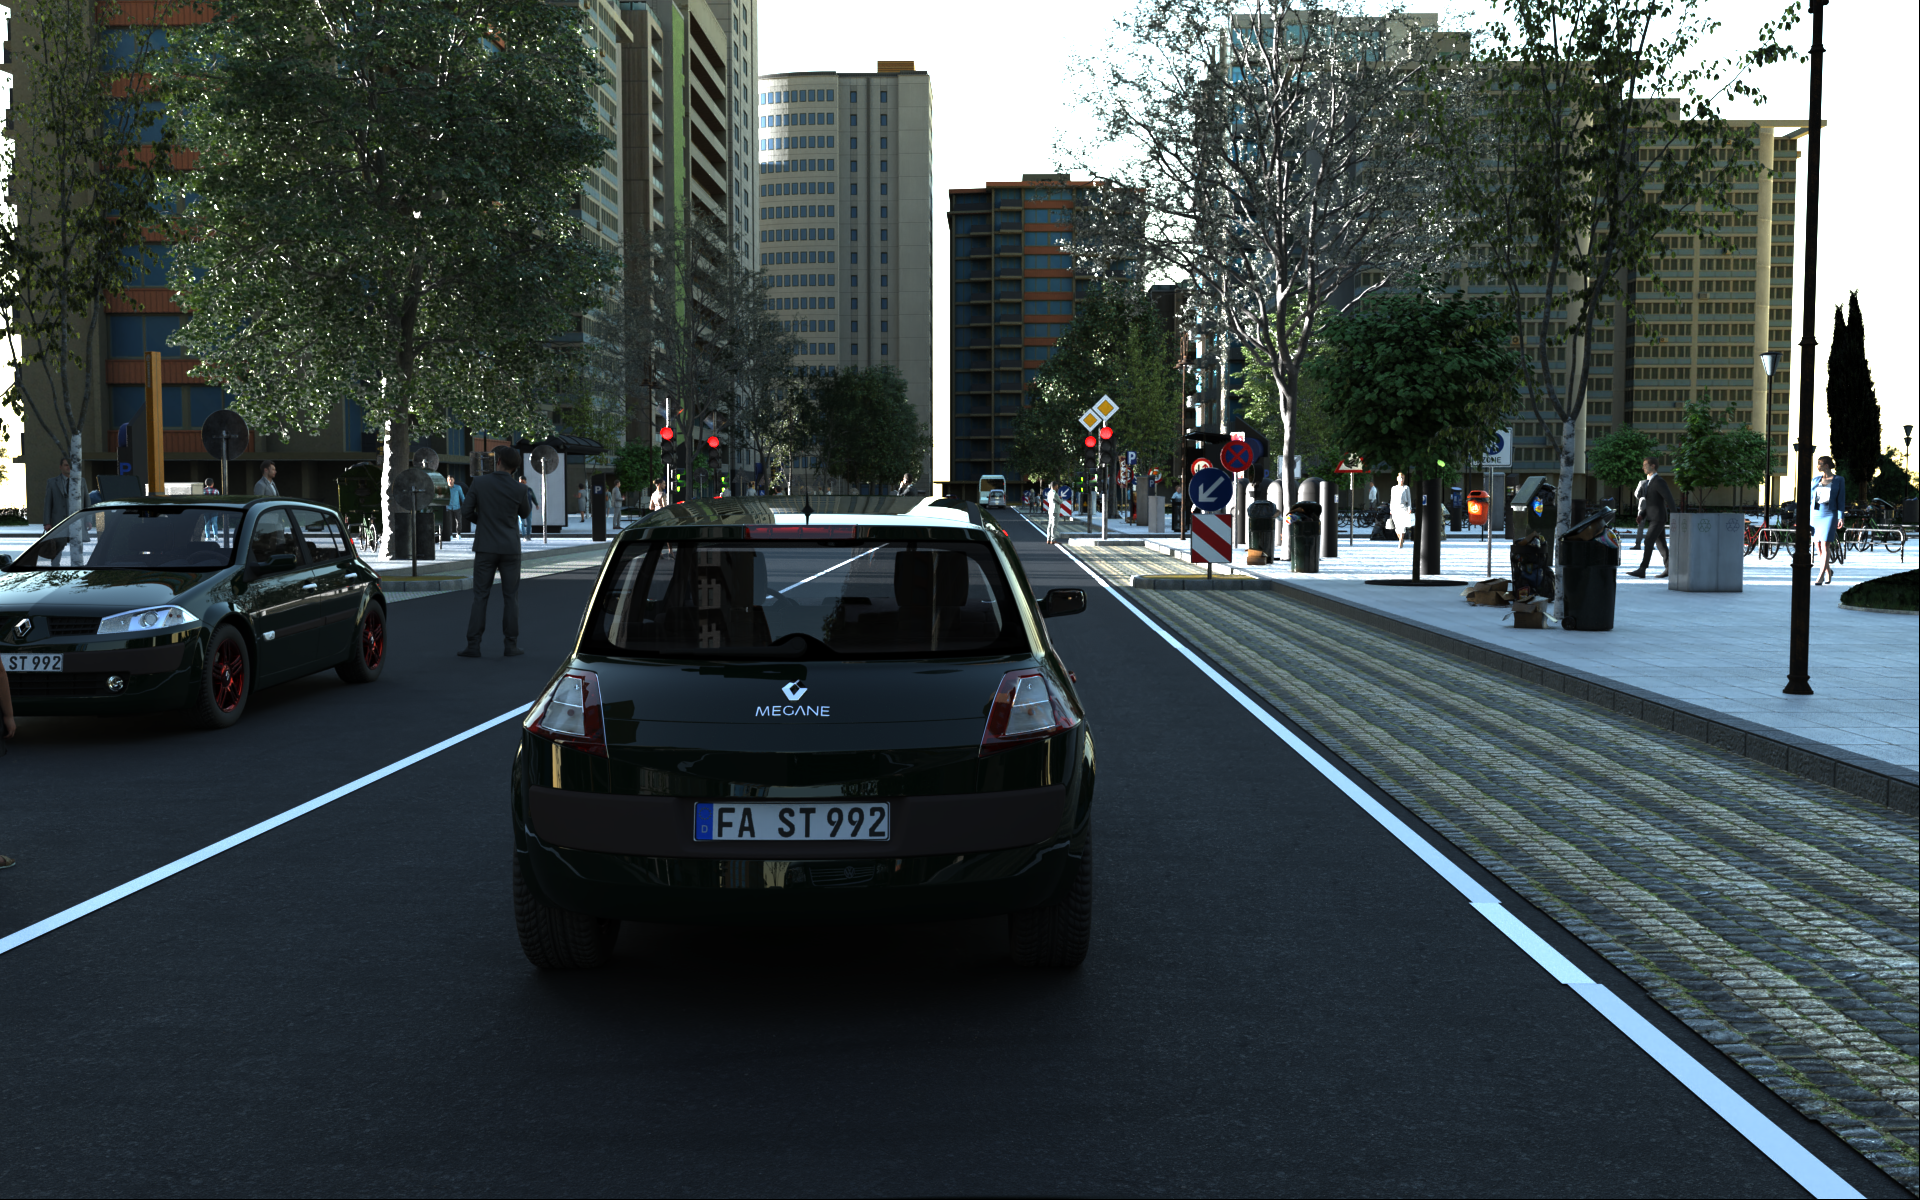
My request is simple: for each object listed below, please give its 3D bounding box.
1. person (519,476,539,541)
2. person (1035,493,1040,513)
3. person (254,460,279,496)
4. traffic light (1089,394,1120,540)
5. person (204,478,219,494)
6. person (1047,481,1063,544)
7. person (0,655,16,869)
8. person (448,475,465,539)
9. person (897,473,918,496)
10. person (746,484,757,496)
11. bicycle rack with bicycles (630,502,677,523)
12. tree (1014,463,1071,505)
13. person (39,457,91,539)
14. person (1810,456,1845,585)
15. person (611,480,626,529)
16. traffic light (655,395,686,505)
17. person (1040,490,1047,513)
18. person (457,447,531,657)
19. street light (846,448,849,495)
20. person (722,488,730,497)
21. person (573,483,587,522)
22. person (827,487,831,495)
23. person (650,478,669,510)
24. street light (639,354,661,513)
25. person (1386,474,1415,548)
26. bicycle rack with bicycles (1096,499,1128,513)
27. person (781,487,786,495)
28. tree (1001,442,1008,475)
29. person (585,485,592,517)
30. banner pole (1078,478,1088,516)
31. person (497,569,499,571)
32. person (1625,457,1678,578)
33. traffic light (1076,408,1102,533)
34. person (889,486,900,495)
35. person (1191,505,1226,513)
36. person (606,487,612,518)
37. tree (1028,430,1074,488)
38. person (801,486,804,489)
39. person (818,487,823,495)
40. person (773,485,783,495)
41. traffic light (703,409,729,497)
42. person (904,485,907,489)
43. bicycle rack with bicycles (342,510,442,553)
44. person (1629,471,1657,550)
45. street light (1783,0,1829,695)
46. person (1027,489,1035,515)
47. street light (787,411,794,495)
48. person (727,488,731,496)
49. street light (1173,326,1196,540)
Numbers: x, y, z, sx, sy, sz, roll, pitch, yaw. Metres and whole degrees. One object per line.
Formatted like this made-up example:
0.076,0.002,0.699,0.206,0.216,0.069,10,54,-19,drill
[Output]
-11.967,-2.520,47.592,0.623,1.781,0.721,-3,5,-42,person
5.887,-7.374,131.653,0.503,1.515,0.523,1,4,15,person
-10.528,-1.245,26.598,0.583,1.804,0.606,0,4,-2,person
4.065,-3.657,48.707,0.839,4.253,0.868,0,4,1,traffic light
-20.735,-2.508,47.881,0.563,1.720,0.643,-1,4,-15,person
2.755,-2.508,49.682,0.466,1.800,0.511,-2,4,-32,person
-3.804,0.402,6.598,0.362,1.253,0.373,0,4,5,person
-14.371,-2.637,49.184,0.660,1.820,0.620,-1,4,-16,person
-1.198,-1.938,39.542,0.474,1.900,0.648,0,4,4,person
-11.219,-5.342,93.226,0.661,1.843,0.795,-2,4,-34,person
-13.544,-3.926,77.575,2.852,0.926,2.925,-2,4,-25,bicycle rack with bicycles
9.548,-16.740,208.105,8.767,10.594,7.601,3,5,40,tree
-12.812,-1.143,24.837,0.694,1.812,0.767,-3,5,-40,person
12.255,-1.126,24.479,0.654,1.822,0.581,-2,4,-28,person
-12.413,-3.479,63.121,0.583,1.804,0.606,-2,4,-26,person
-8.193,-3.671,48.948,0.839,4.253,0.868,0,4,1,traffic light
6.275,-7.447,130.682,0.534,1.772,0.576,-1,4,-12,person
-4.144,-0.434,15.395,0.655,1.846,0.447,-1,4,-19,person
-8.485,-9.701,131.397,0.468,5.910,1.993,0,4,1,street light
-13.613,-5.743,100.146,0.606,1.804,0.583,-3,5,-39,person
-17.191,-4.413,78.553,0.532,1.782,0.716,1,4,19,person
-9.639,-7.410,127.541,0.624,1.780,0.694,1,4,17,person
-6.498,-1.782,37.980,0.599,1.781,0.374,3,5,40,person
-10.212,-5.164,57.221,0.468,5.910,1.993,0,4,1,street light
10.498,-2.122,41.097,0.624,1.780,0.694,-3,5,-41,person
10.399,-6.535,120.234,2.925,0.926,2.852,3,4,36,bicycle rack with bicycles
-12.211,-6.859,118.736,0.519,1.759,0.362,-2,4,-35,person
8.105,-13.907,144.383,9.611,12.733,9.660,0,3,0,tree
-20.993,-5.609,97.934,0.466,1.800,0.511,3,5,39,person
7.363,-6.847,101.967,0.863,3.779,0.401,2,4,34,banner pole
-8.690,-1.444,32.305,0.583,1.804,0.606,3,5,44,person
10.553,-1.261,26.433,0.755,1.850,0.659,1,4,11,person
4.233,-4.145,56.690,0.839,4.253,0.868,0,4,1,traffic light
-2.818,-4.111,75.898,0.473,1.802,0.592,-3,5,-44,person
5.661,-2.011,39.194,0.678,1.792,0.850,-1,4,-18,person
-18.967,-5.263,93.090,0.512,1.701,0.522,0,4,-1,person
9.886,-17.087,197.491,7.486,12.596,7.792,0,3,0,tree
-9.307,-6.138,106.616,1.509,1.804,0.699,-2,4,-25,person
-9.300,-6.630,114.985,0.362,1.759,0.519,2,4,29,person
-7.459,-3.773,70.550,0.532,1.782,0.716,1,4,9,person
-8.025,-4.160,56.931,0.839,4.253,0.868,0,4,1,traffic light
-2.115,-3.791,70.821,0.599,1.781,0.374,-1,4,-20,person
-12.848,-1.565,38.973,2.852,0.926,2.925,-1,4,-10,bicycle rack with bicycles
15.811,-2.085,39.942,0.655,1.846,0.447,0,4,3,person
5.396,-2.335,10.971,0.468,5.910,1.993,0,4,1,street light
4.908,-6.758,119.171,0.526,1.800,0.537,-1,4,-10,person
-9.221,-7.441,94.447,0.468,5.910,1.993,0,4,1,street light
-15.550,-6.715,115.960,0.709,1.813,0.853,3,4,36,person
6.184,-4.591,47.855,0.468,5.910,1.993,0,4,1,street light
